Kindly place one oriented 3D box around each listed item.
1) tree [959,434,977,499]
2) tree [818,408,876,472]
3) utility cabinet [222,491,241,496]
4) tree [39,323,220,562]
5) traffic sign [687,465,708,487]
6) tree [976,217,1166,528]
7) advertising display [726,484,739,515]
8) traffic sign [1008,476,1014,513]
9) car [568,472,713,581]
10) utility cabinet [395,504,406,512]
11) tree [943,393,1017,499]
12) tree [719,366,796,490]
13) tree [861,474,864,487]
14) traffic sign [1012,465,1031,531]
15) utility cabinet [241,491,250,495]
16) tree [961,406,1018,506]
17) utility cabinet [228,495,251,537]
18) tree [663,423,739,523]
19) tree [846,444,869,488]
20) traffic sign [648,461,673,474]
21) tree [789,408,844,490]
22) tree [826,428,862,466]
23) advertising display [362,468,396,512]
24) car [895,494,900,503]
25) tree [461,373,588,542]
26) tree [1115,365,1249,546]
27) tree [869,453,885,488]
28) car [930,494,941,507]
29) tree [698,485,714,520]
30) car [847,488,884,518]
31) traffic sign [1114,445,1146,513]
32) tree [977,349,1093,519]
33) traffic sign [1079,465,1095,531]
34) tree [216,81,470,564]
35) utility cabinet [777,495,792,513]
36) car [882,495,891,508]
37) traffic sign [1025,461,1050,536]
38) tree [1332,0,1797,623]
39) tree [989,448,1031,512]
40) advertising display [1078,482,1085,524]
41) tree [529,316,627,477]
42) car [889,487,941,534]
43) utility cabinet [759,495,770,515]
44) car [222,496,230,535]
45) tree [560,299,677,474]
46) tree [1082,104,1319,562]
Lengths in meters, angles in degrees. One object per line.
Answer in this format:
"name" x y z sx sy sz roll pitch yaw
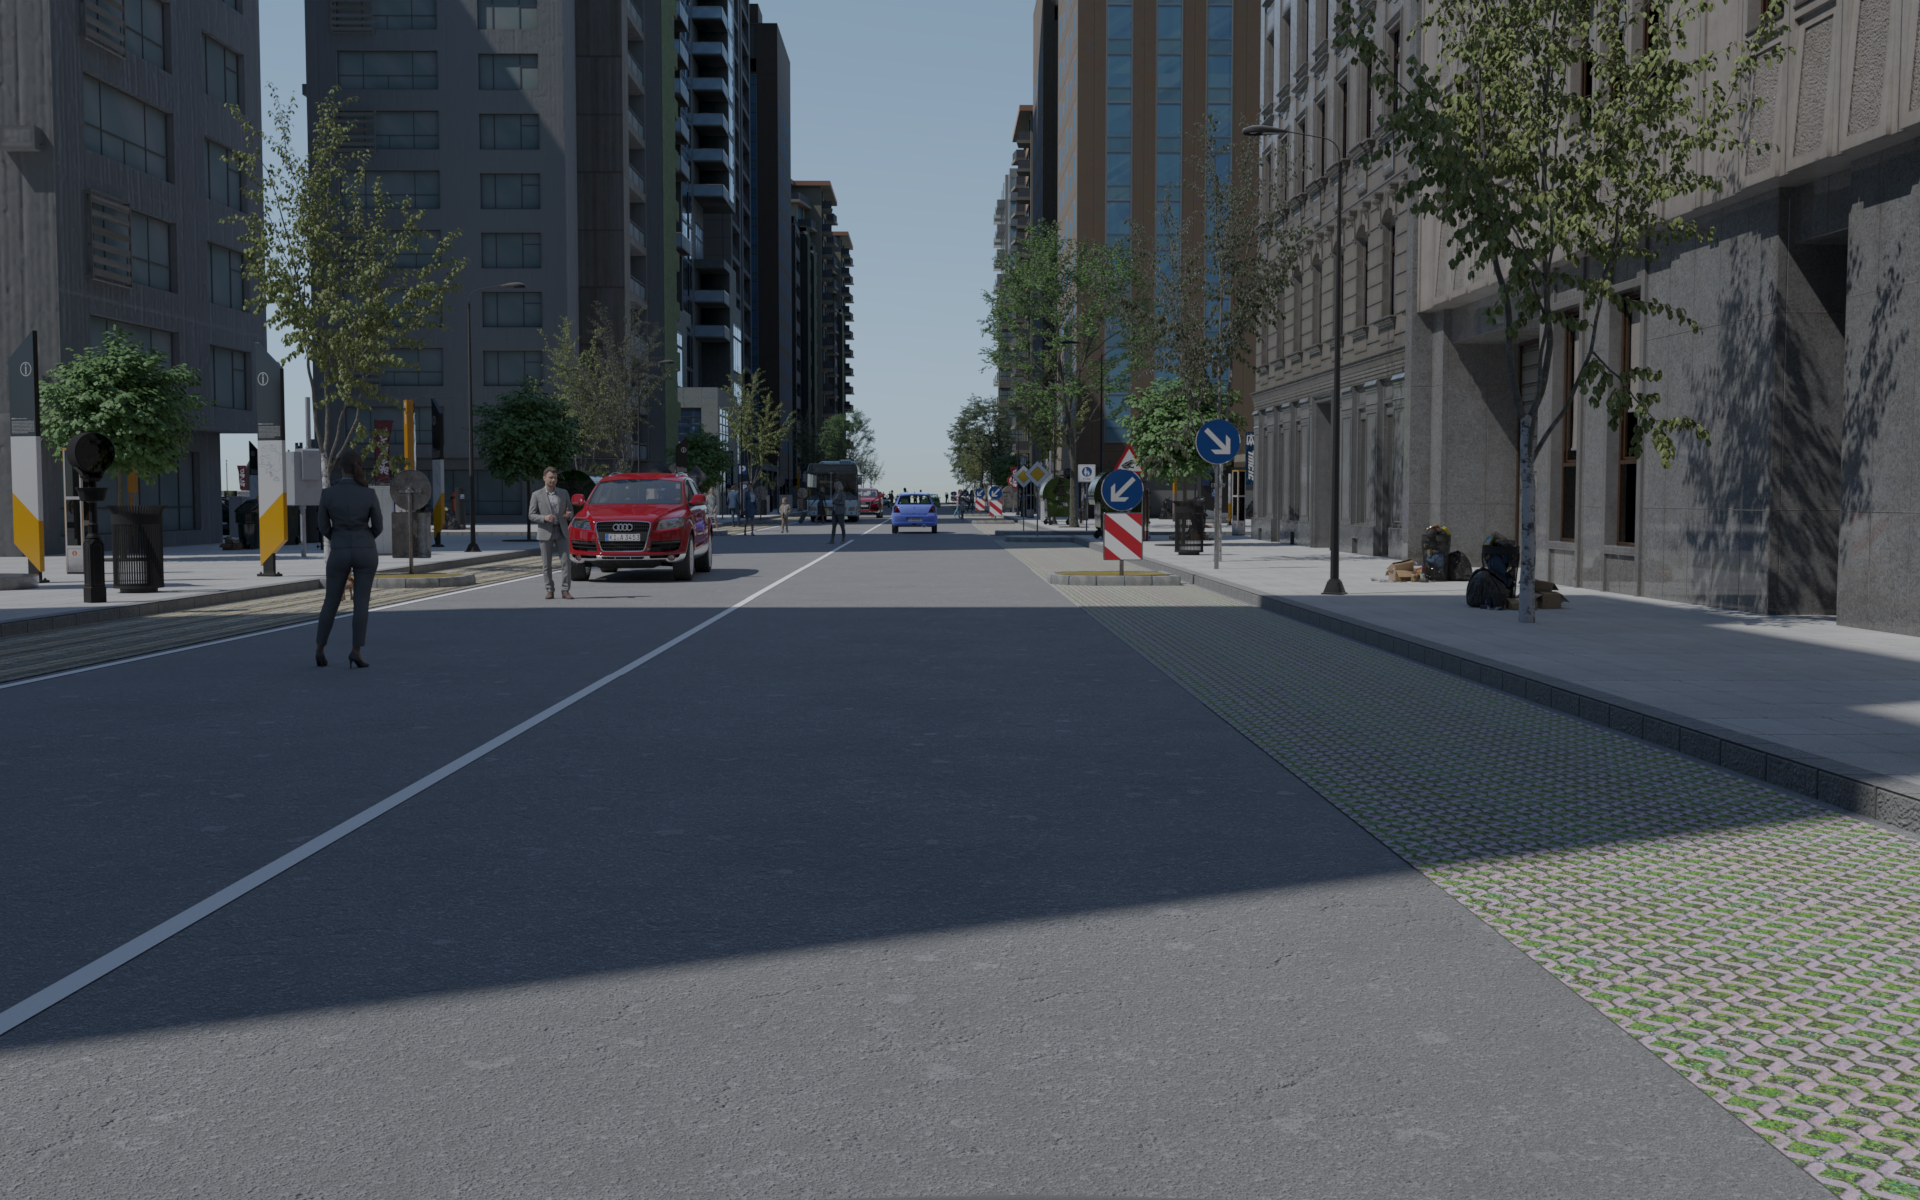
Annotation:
"tree" 2.118 -15.758 208.012 4.737 8.622 4.395 0 3 0
"tree" -13.580 -17.273 208.169 9.928 11.665 9.643 0 3 0
"utility cabinet" -47.668 -6.365 112.742 0.318 1.500 1.173 3 5 44
"tree" -16.121 -3.040 33.417 4.285 4.588 4.351 0 3 0
"traffic sign" -9.174 -3.463 60.255 0.795 2.450 0.064 0 4 -1
"tree" 4.207 -8.577 65.986 9.928 11.665 9.643 0 3 0
"advertising display" -13.906 -6.155 105.847 0.123 1.923 0.974 3 5 39
"traffic sign" 3.535 -7.014 114.785 0.768 2.556 0.104 0 4 0
"car" -5.517 -1.322 30.292 2.281 1.827 5.304 0 4 -3
"utility cabinet" -22.652 -3.587 69.808 1.020 1.237 0.306 0 4 3
"tree" 2.768 -19.094 218.839 9.857 13.997 8.962 0 3 0
"tree" -11.819 -9.134 99.706 4.737 8.622 4.395 0 3 0
"tree" -14.089 -14.692 223.928 4.285 4.588 4.351 0 3 0
"traffic sign" 2.219 -3.472 60.408 0.795 2.450 0.064 0 4 -1
"utility cabinet" -47.660 -6.512 115.153 0.318 1.500 1.173 1 4 20
"tree" 2.938 -11.834 143.845 4.360 8.622 3.978 0 3 0
"utility cabinet" -21.420 -2.470 51.540 0.306 1.237 1.020 -3 5 -42
"tree" -11.604 -5.785 78.293 4.285 4.588 4.351 0 3 0
"tree" -14.710 -17.310 233.375 4.360 8.622 3.978 0 3 0
"traffic sign" -9.053 -2.974 52.271 0.795 2.450 0.064 0 4 -1
"tree" -12.866 -12.209 149.982 4.360 8.622 3.978 0 3 0
"tree" -13.114 -14.879 193.638 4.737 8.622 4.395 0 3 0
"advertising display" -14.410 -2.293 42.706 0.974 1.923 0.123 0 4 5
"car" -9.296 -15.915 272.205 2.014 1.417 4.499 0 4 0
"tree" -11.844 -3.877 47.103 4.285 4.588 4.351 0 3 0
"tree" 5.479 -3.622 42.929 4.285 4.588 4.351 0 3 0
"tree" -14.520 -18.949 260.174 4.360 8.622 3.978 0 3 0
"car" -3.038 -10.877 186.632 1.959 1.807 4.718 0 4 -1
"tree" -12.764 -5.560 85.515 1.663 3.219 1.824 0 3 0
"car" -5.676 -5.826 103.932 2.281 1.827 5.304 0 4 0
"traffic sign" 4.433 -2.781 45.479 0.884 2.594 0.081 0 4 4
"tree" 4.204 -8.359 87.031 4.737 8.622 4.395 0 3 0
"traffic sign" 4.430 -3.573 60.552 0.606 2.300 0.079 0 4 0
"tree" -11.401 -4.961 31.471 4.737 8.622 4.395 0 3 0
"utility cabinet" -12.055 -6.612 119.273 1.020 1.237 0.306 -2 4 -30
"car" -8.220 -10.401 182.643 1.945 1.354 3.894 0 4 -3
"traffic sign" 2.341 -2.984 52.424 0.795 2.450 0.064 0 4 -1
"tree" 5.634 -4.065 16.826 4.737 8.622 4.395 0 3 0
"tree" 3.681 -8.535 123.256 4.285 4.588 4.351 0 3 0
"advertising display" 5.286 -4.286 75.283 0.123 1.923 0.974 1 4 13
"tree" -15.603 -7.387 71.141 4.737 8.622 4.395 0 3 0
"car" -1.678 -3.339 64.184 1.945 1.707 3.694 0 4 -1
"utility cabinet" -12.247 -5.946 108.372 0.306 1.237 1.020 -2 4 -32
"car" -23.653 -2.756 54.848 4.222 1.686 2.009 0 4 -3
"tree" -12.646 -6.982 64.513 4.360 8.622 3.978 0 3 0
"tree" 4.743 -5.046 32.860 4.360 8.622 3.978 0 3 0
